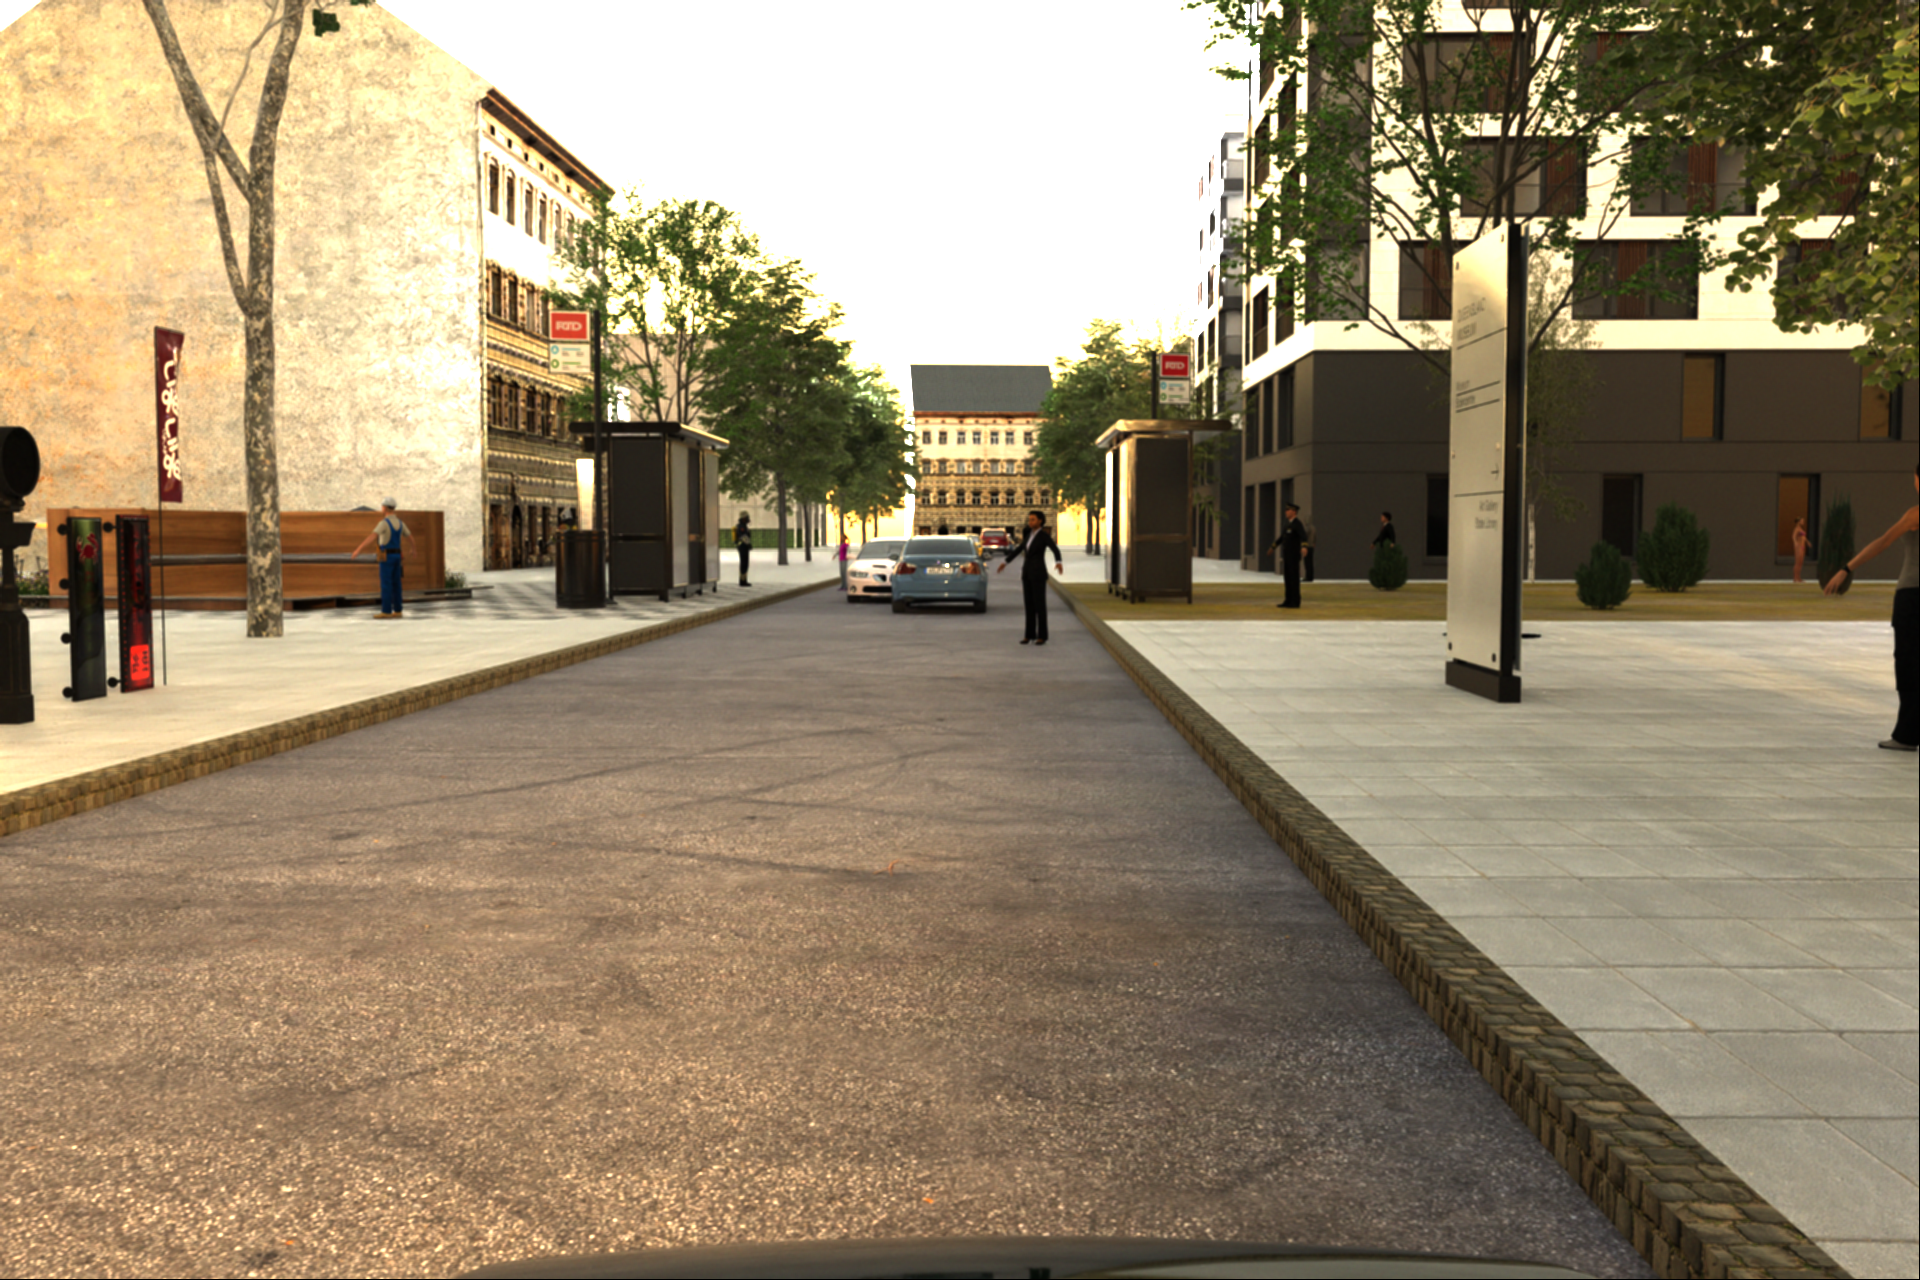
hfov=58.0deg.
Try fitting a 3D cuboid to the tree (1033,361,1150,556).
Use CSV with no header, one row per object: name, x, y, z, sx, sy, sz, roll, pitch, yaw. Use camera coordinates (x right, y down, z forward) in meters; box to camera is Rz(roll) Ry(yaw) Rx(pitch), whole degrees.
tree,8.143,-10.847,103.098,9.928,11.665,9.643,0,3,0

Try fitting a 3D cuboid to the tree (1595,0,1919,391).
tree,6.209,-5.460,7.396,7.486,12.596,7.792,0,3,0

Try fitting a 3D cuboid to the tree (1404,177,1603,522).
tree,11.569,-5.234,35.936,4.360,8.622,3.978,0,3,0

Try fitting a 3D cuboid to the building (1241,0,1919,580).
building,24.121,-13.457,63.989,27.936,21.610,32.646,0,4,1

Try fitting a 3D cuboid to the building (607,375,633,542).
building,-22.165,-9.253,93.428,9.099,9.664,28.070,0,4,1

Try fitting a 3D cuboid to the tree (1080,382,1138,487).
tree,7.699,-8.170,83.941,4.360,8.622,3.978,0,3,0

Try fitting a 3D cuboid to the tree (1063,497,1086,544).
tree,15.304,-16.456,219.409,4.360,8.622,3.978,0,3,0

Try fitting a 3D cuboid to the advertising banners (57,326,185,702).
advertising banners,-6.757,-1.096,14.104,0.090,3.025,2.074,0,4,1

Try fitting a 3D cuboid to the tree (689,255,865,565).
tree,-7.495,-9.329,70.663,7.486,12.596,7.792,0,3,0

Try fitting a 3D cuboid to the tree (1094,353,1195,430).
tree,7.692,-7.397,71.306,4.737,8.622,4.395,0,3,0

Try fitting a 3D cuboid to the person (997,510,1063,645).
person,0.920,-0.812,22.453,0.721,1.740,1.216,-3,5,-39

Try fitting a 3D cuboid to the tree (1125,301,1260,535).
tree,6.988,-6.373,54.557,4.737,8.622,4.395,0,3,0

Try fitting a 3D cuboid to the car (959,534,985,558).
car,0.520,-5.733,103.965,2.015,1.641,3.980,0,4,1

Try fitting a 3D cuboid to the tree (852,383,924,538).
tree,-6.359,-12.956,129.956,7.486,12.596,7.792,0,3,0

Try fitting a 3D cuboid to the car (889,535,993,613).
car,-0.368,-1.272,32.794,2.014,1.417,4.499,0,4,0

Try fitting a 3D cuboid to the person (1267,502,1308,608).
person,5.757,-1.483,30.184,0.705,1.837,1.347,-1,4,-17

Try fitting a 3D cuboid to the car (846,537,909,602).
car,-1.406,-1.560,37.860,2.083,1.381,4.827,0,4,2

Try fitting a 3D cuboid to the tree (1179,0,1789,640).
tree,6.592,-5.850,21.406,9.928,11.665,9.643,0,3,0

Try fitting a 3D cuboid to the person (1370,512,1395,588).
person,10.202,-2.167,41.616,0.705,1.806,1.347,0,4,-8

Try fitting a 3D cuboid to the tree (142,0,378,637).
tree,-9.893,-10.159,21.981,12.611,20.169,13.585,0,3,0

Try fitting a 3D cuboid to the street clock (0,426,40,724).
street clock,-6.433,-0.437,11.709,0.358,2.002,0.471,0,4,1

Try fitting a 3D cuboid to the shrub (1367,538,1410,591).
shrub,9.685,-1.714,39.146,1.383,1.207,1.383,0,3,0

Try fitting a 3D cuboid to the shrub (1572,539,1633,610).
shrub,10.927,-1.121,29.446,1.383,1.207,1.383,0,3,0

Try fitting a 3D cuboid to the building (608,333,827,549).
building,-22.731,-18.448,168.086,16.747,18.905,31.486,0,4,1

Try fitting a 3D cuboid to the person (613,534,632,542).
person,-11.477,-3.278,59.814,1.346,1.802,0.704,1,4,13

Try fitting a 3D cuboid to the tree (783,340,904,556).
tree,-7.125,-11.260,102.223,7.486,12.596,7.792,0,3,0

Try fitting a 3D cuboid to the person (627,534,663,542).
person,-7.450,-2.115,41.044,1.216,1.772,0.721,-3,5,-43

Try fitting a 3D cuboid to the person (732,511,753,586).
person,-5.277,-2.248,42.534,0.705,1.856,1.354,-1,4,-12

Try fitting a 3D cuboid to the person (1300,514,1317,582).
person,9.322,-2.468,46.472,0.705,1.813,1.348,2,4,32

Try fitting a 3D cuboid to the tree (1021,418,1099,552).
tree,9.613,-13.115,124.794,12.009,13.543,11.850,0,3,0

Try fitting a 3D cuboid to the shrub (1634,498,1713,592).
shrub,15.751,-2.097,38.320,1.661,2.075,1.752,0,3,0

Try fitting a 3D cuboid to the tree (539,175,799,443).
tree,-8.241,-7.624,50.400,9.928,11.665,9.643,0,3,0

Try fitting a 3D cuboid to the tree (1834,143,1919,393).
tree,15.635,-4.700,27.205,4.737,8.622,4.395,0,3,0

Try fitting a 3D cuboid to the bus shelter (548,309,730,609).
bus shelter,-6.230,-3.431,33.734,2.179,5.291,8.768,0,4,1

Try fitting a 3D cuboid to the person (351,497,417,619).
person,-8.695,-1.254,26.354,0.705,1.847,1.347,2,4,24

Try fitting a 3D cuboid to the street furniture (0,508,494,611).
street furniture,-13.610,-1.634,33.564,11.010,1.723,9.812,1,4,13

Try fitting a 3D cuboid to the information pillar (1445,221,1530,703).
information pillar,4.207,-1.380,13.877,0.184,3.620,1.656,0,4,2

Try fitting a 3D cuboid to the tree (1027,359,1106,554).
tree,7.983,-11.893,112.572,7.486,12.596,7.792,0,3,0

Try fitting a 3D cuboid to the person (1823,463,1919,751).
person,5.719,-0.217,10.356,1.217,1.737,0.721,-1,4,-14

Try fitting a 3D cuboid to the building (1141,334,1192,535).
building,26.820,-20.449,165.263,19.493,23.208,18.063,0,4,2

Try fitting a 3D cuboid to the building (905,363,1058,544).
building,2.454,-23.800,222.507,18.063,23.208,19.493,0,4,-4

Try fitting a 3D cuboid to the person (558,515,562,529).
person,-10.579,-2.468,46.493,0.704,1.843,1.345,0,4,6

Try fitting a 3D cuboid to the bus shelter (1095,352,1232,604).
bus shelter,3.993,-3.564,35.902,2.179,5.291,8.768,0,4,1

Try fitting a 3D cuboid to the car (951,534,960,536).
car,0.046,-6.489,117.894,2.131,1.459,4.920,0,4,2

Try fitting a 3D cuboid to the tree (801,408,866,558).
tree,-6.762,-8.734,93.169,4.737,8.622,4.395,0,3,0

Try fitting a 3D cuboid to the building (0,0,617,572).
building,-25.133,-14.486,67.777,19.493,23.208,18.063,0,4,2

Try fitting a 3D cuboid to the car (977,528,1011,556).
car,2.251,-6.512,115.140,2.281,1.827,5.304,0,4,1

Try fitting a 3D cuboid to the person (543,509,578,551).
person,-9.224,-2.128,40.566,0.705,1.858,1.354,2,4,29

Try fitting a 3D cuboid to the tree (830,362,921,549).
tree,-6.247,-12.035,114.906,7.486,12.596,7.792,0,3,0

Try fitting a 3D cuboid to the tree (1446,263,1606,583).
tree,15.066,-5.797,45.144,4.360,8.622,3.978,0,3,0

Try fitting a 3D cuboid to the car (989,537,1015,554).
car,2.953,-6.881,124.502,2.014,1.417,4.499,0,4,0

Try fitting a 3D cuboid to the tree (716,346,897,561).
tree,-7.164,-8.998,81.523,8.767,10.594,7.601,-1,4,-9

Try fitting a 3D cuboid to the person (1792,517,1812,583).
person,22.290,-2.388,45.840,0.721,1.733,1.217,3,5,42

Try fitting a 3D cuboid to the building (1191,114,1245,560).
building,27.173,-15.686,100.441,27.936,21.610,32.646,0,4,2

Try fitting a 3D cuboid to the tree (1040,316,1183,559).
tree,7.874,-10.562,90.809,7.486,12.596,7.792,0,3,0

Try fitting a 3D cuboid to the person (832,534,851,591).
person,-3.000,-1.964,43.841,0.599,1.433,0.991,-2,4,-28
